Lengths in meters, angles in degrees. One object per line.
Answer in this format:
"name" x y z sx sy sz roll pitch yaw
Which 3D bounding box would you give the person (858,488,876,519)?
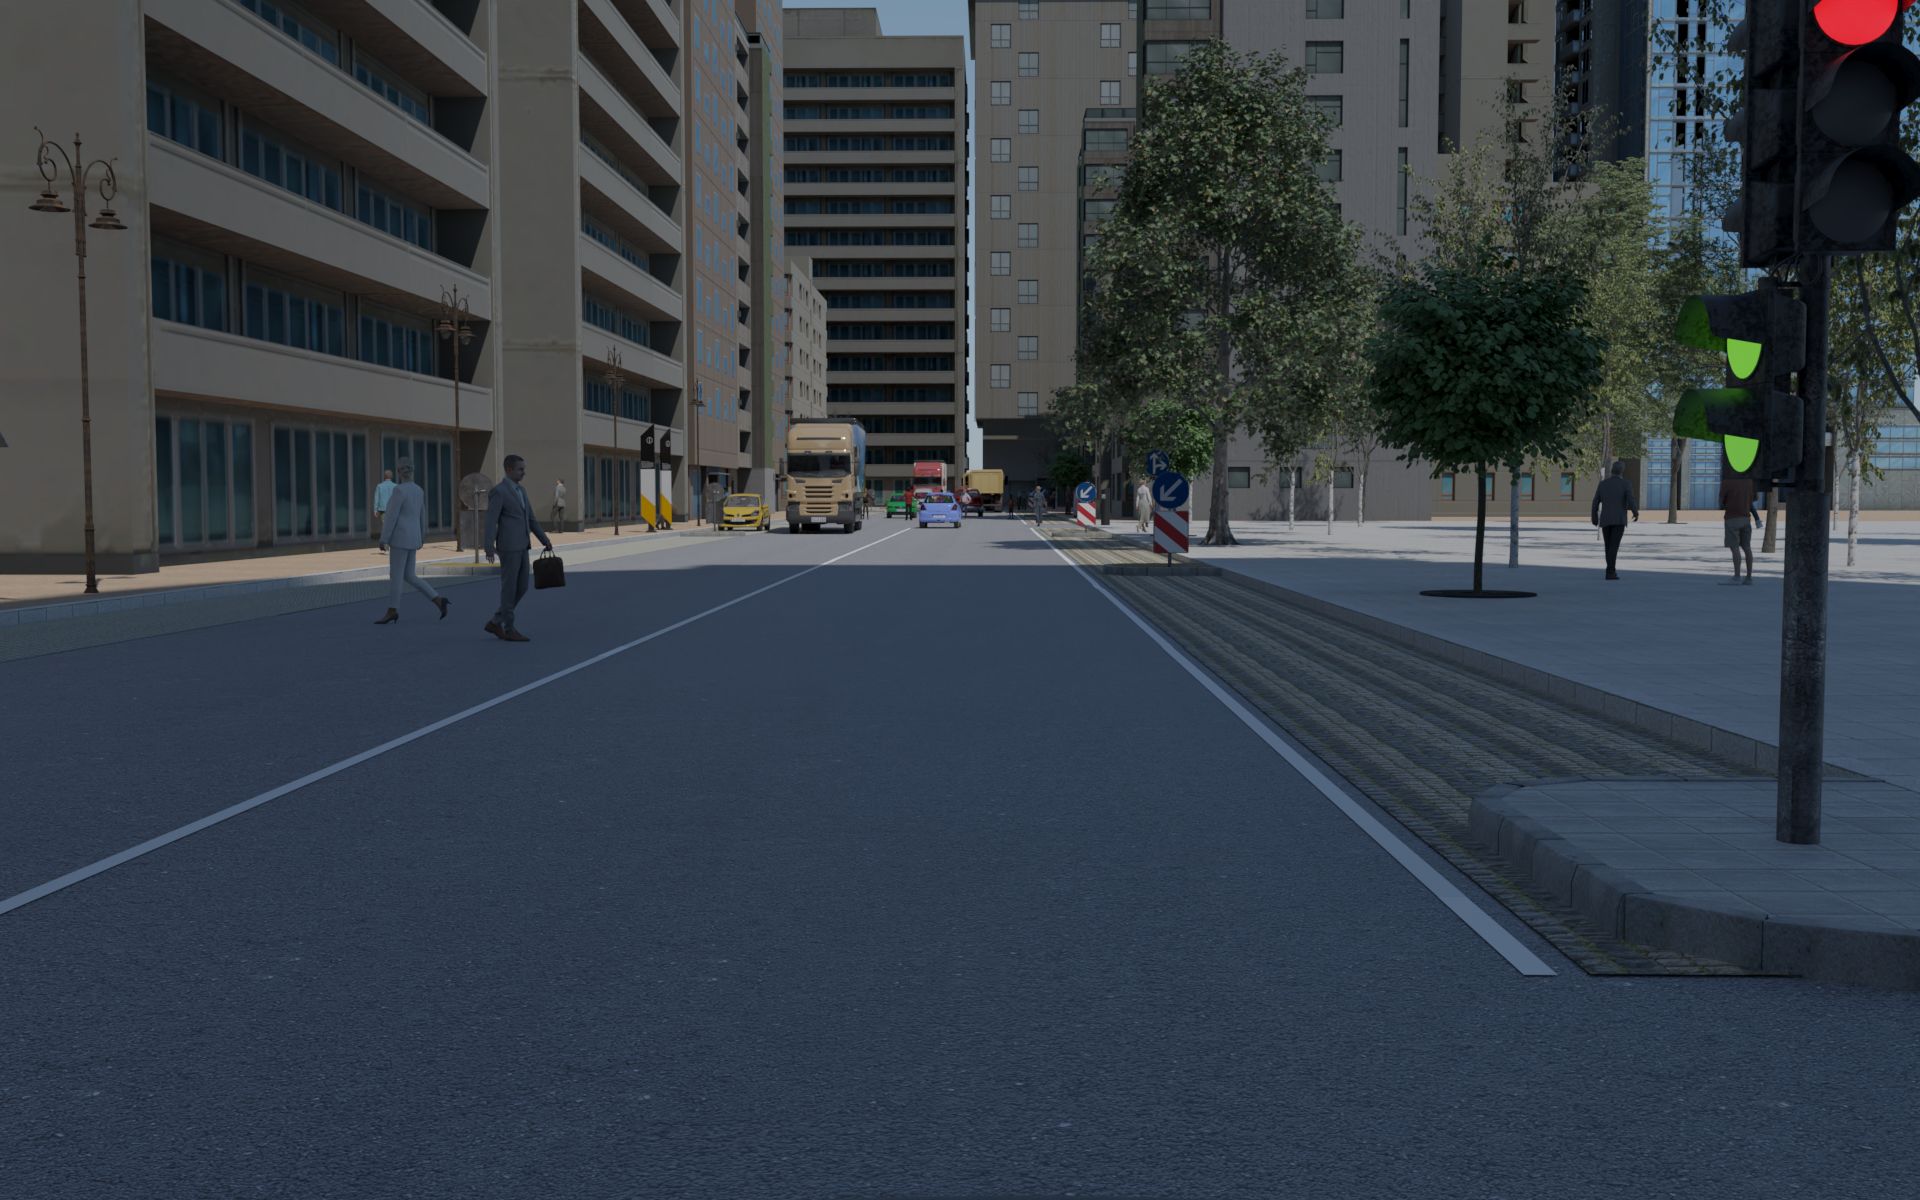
"person" -5.352 -5.432 97.830 1.217 1.766 0.721 1 4 10

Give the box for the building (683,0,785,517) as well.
"building" -19.746 -28.612 117.924 14.600 45.320 14.200 0 4 1

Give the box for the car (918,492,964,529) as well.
"car" -0.821 -3.899 73.342 1.945 1.707 3.694 0 4 2

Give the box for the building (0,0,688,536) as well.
"building" -23.213 -27.120 67.107 21.300 48.544 21.600 0 4 1

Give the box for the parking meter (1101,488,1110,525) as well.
"parking meter" 5.969 -3.832 71.060 0.372 1.533 0.369 0 3 0

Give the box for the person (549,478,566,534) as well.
"person" -13.102 -3.070 56.412 0.473 1.802 0.592 2 4 35

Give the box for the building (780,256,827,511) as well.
"building" -26.642 -18.174 142.184 28.899 21.520 27.650 0 4 1

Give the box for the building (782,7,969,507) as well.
"building" -9.935 -33.867 177.422 21.600 48.544 21.300 0 4 1

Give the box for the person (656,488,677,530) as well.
"person" -10.664 -3.444 62.480 0.853 1.813 0.709 0 4 3

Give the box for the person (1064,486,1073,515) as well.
"person" 6.700 -6.102 106.370 0.434 1.755 0.990 -2 4 -26

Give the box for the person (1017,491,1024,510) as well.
"person" 5.226 -8.642 150.528 0.721 1.736 1.217 -1 4 -23

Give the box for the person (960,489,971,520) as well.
"person" 0.230 -5.368 97.201 0.436 1.711 0.756 -3 5 -45

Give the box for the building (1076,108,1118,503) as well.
"building" 16.169 -22.089 132.858 14.160 30.474 14.107 0 4 1

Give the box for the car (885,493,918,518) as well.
"car" -3.475 -5.796 103.554 1.959 1.807 4.718 0 4 0

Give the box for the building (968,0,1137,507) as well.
"building" 14.671 -36.148 180.255 27.495 52.752 28.713 0 4 1

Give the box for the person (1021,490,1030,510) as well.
"person" 5.671 -8.845 153.191 1.350 1.814 0.705 0 4 -6

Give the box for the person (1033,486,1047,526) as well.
"person" 3.512 -4.143 76.667 0.576 1.772 0.534 -3 4 -37

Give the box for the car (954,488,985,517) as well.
"car" 0.461 -6.280 111.343 2.281 1.827 5.304 0 4 0

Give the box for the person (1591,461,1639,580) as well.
"person" 9.908 -1.205 26.148 0.661 1.777 0.834 3 4 37

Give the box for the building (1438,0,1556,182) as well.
"building" 37.102 -31.802 143.659 21.600 48.544 21.300 0 4 1

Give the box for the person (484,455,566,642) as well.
"person" -4.328 -0.505 16.874 0.853 1.813 0.709 1 4 16

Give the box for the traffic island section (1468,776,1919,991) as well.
"traffic island section" 3.121 0.971 6.405 2.009 0.180 2.903 0 4 1

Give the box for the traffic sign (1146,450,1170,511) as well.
"traffic sign" 5.663 -3.052 50.011 0.768 2.556 0.104 0 4 2

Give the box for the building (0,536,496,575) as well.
"building" -23.549 -25.256 36.636 21.300 48.544 21.600 0 4 1

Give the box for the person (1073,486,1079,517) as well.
"person" 6.498 -5.453 95.865 0.621 1.740 0.551 -2 4 -35

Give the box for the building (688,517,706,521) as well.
"building" -19.469 -26.844 89.015 14.600 45.320 14.200 0 4 1

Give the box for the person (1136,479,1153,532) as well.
"person" 6.072 -3.142 57.634 0.641 1.798 0.478 -3 4 -36

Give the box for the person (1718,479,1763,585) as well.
"person" 11.013 -1.126 24.436 0.573 1.828 0.580 2 4 30

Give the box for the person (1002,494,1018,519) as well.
"person" 2.903 -5.322 98.778 1.065 1.426 0.557 2 4 35

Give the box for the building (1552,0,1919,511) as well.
"building" 63.395 -50.718 141.915 31.000 86.520 22.319 0 4 1

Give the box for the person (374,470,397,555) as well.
"person" -11.983 -1.832 36.341 0.601 1.785 0.444 -1 4 -19

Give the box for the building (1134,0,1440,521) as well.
"building" 15.854 -19.396 88.827 14.160 30.474 14.107 0 4 1

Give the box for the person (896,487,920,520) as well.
"person" -2.784 -5.233 94.002 1.348 1.831 0.705 0 4 -6

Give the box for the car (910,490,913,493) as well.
"car" -3.899 -8.915 154.439 2.281 1.827 5.304 0 4 0

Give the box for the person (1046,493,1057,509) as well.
"person" 7.881 -8.621 150.258 1.065 1.426 0.557 0 4 5

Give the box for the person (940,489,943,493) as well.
"person" -1.200 -6.027 107.721 1.217 1.739 0.721 -3 5 -43

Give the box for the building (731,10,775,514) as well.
"building" -19.032 -20.299 103.590 14.160 30.474 14.107 0 4 1

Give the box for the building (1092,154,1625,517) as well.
"building" 23.185 -16.260 110.890 27.650 21.520 28.899 0 4 1

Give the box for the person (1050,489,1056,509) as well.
"person" 7.897 -8.580 147.040 0.721 1.736 1.217 1 4 21

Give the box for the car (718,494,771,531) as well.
"car" -8.377 -3.486 67.225 2.015 1.641 3.980 0 3 0

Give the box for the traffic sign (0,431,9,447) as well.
"traffic sign" -11.265 -1.208 19.762 0.884 2.594 0.081 0 4 8

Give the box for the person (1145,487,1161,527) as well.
"person" 7.497 -3.715 66.696 0.836 1.842 0.656 2 4 30
